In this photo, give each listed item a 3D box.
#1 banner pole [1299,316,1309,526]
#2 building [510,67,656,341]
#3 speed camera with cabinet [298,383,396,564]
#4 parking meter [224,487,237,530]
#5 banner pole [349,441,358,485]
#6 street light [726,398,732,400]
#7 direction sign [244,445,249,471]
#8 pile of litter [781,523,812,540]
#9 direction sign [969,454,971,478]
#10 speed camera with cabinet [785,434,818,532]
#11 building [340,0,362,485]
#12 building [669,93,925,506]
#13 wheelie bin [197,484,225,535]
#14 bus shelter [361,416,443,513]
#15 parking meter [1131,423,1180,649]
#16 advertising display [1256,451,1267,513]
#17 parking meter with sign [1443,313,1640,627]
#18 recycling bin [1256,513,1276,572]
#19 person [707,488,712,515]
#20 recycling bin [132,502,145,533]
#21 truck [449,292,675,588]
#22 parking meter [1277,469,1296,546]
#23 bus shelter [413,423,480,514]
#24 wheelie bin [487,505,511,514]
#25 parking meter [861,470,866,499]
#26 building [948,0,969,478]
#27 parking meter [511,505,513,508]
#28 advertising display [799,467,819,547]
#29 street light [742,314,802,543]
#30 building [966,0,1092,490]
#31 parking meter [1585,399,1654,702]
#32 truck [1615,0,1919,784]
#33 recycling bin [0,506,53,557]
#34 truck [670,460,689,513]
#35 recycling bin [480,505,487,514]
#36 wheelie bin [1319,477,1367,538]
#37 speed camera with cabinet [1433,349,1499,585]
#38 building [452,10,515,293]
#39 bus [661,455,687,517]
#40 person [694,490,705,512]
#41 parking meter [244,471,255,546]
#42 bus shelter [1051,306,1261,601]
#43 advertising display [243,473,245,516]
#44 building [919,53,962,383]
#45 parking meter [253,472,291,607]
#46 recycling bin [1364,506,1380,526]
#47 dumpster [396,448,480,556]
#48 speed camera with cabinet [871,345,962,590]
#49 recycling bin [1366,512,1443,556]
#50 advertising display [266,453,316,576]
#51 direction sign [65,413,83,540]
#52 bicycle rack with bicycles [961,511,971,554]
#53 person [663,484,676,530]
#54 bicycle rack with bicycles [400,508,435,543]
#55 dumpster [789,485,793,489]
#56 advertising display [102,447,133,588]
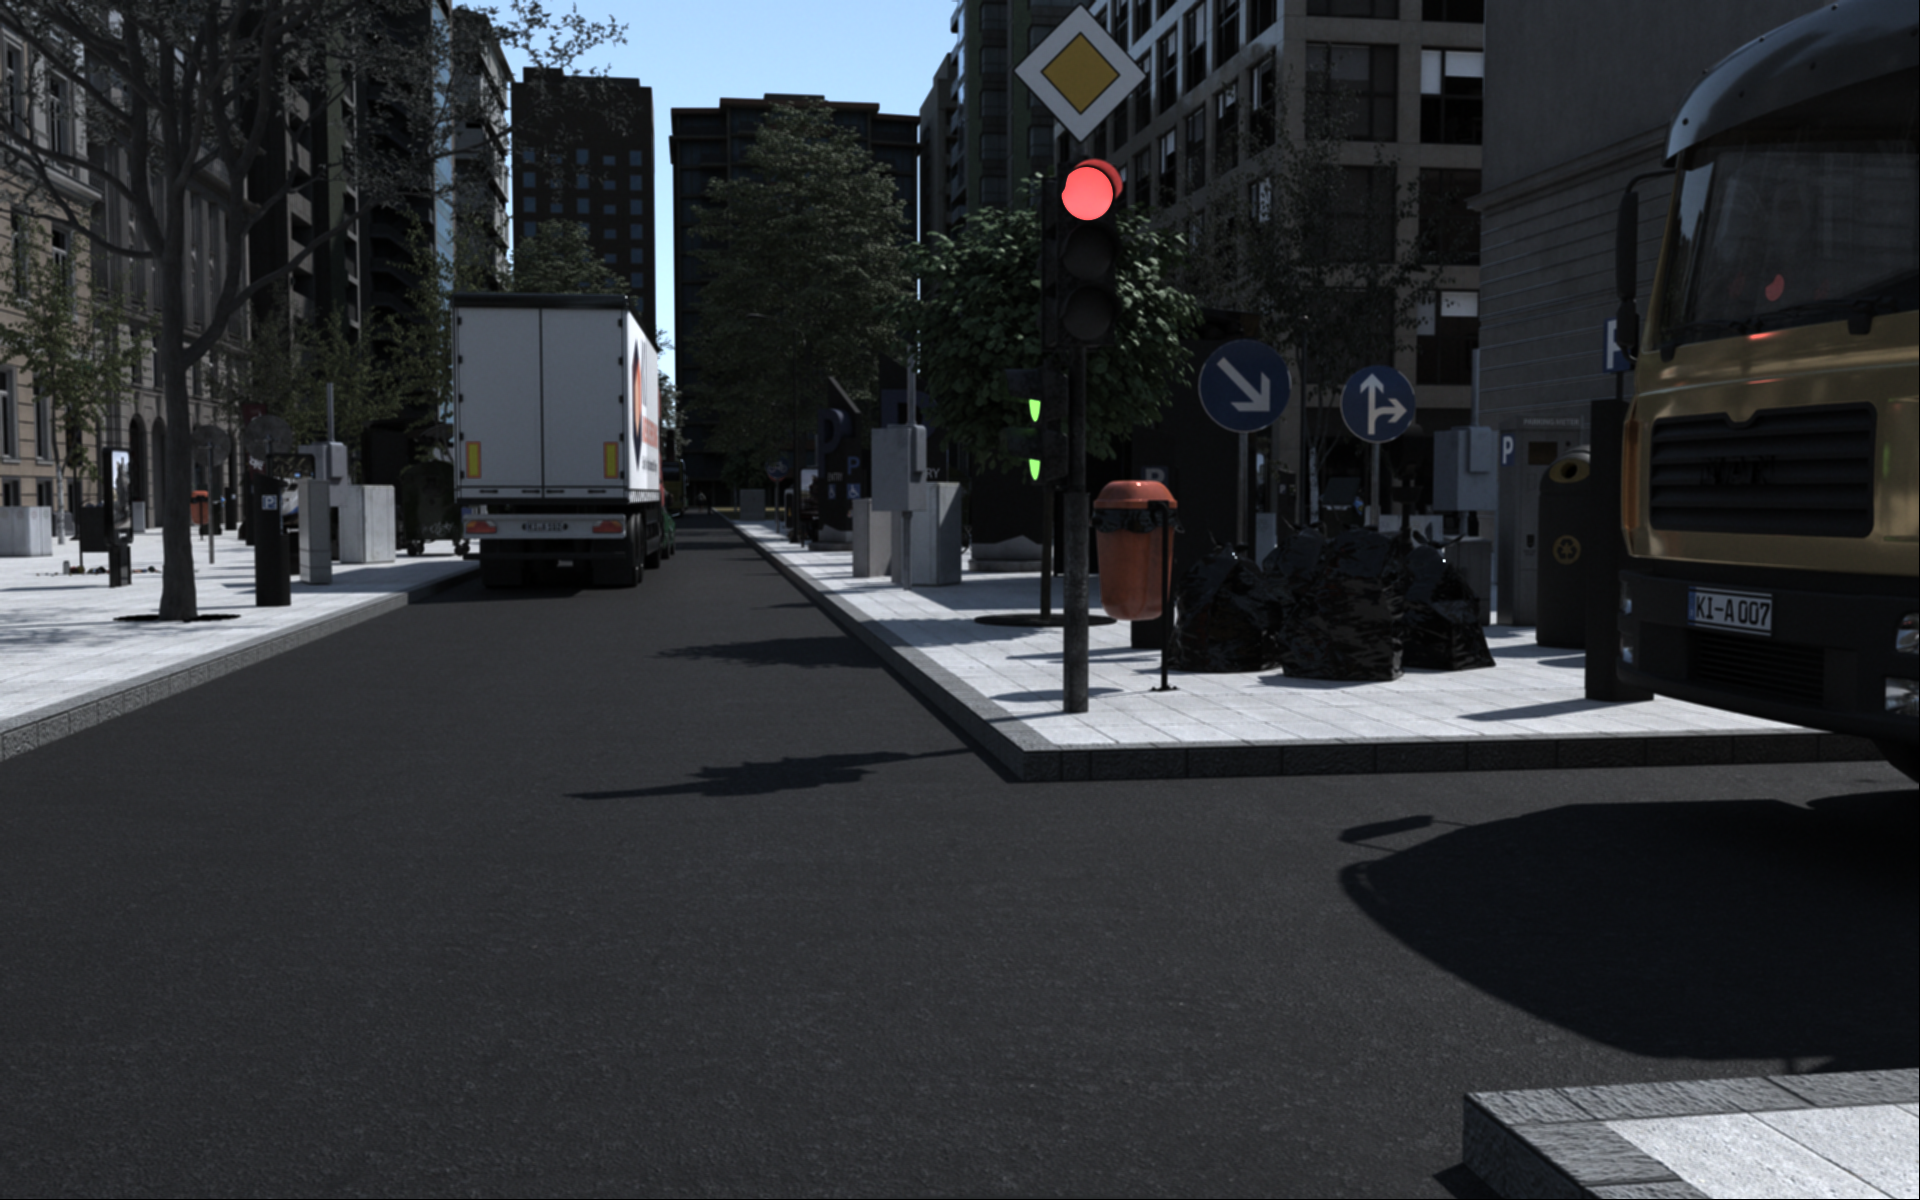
[{"bbox_3d":[4.885,-2.120,24.682,0.401,3.779,0.863,1,4,11],"label":"banner pole"},{"bbox_3d":[-39.947,-32.779,186.055,14.200,45.320,14.600,-1,4,-9],"label":"building"},{"bbox_3d":[-11.163,-2.277,31.567,0.660,3.252,2.038,1,4,18],"label":"speed camera with cabinet"},{"bbox_3d":[-25.863,-3.241,61.403,0.372,1.533,0.369,0,3,0],"label":"parking meter"},{"bbox_3d":[-28.470,-5.578,81.224,0.863,3.779,0.401,3,4,39],"label":"banner pole"},{"bbox_3d":[-10.870,-6.804,83.789,1.470,5.913,1.316,-1,4,-9],"label":"street light"},{"bbox_3d":[-26.544,-4.479,65.228,0.379,3.537,0.876,2,4,32],"label":"direction sign"},{"bbox_3d":[-4.331,-2.122,48.654,1.719,0.858,1.176,-3,4,-36],"label":"pile of litter"},{"bbox_3d":[0.781,-5.512,82.114,0.876,3.537,0.379,-3,4,-37],"label":"direction sign"},{"bbox_3d":[-5.225,-3.883,57.824,0.660,3.252,2.038,-2,4,-28],"label":"speed camera with cabinet"},{"bbox_3d":[-45.157,-40.624,102.461,20.563,71.187,20.611,-1,4,-9],"label":"building"},{"bbox_3d":[-19.126,-32.904,192.601,28.867,44.769,22.147,-1,4,-9],"label":"building"},{"bbox_3d":[-23.477,-2.824,54.084,0.980,1.594,0.693,-2,4,-29],"label":"wheelie bin"},{"bbox_3d":[-17.477,-3.883,54.763,1.731,3.624,6.357,-1,4,-9],"label":"bus shelter"},{"bbox_3d":[1.625,-0.530,14.382,0.399,1.863,0.255,0,4,6],"label":"parking meter"},{"bbox_3d":[4.147,-1.256,25.745,0.974,1.923,0.123,-2,4,-32],"label":"advertising display"},{"bbox_3d":[5.639,-1.262,16.902,1.738,3.016,0.543,0,4,-7],"label":"parking meter with sign"},{"bbox_3d":[3.803,-0.659,23.322,0.722,1.027,0.722,0,4,-6],"label":"recycling bin"},{"bbox_3d":[-17.326,-6.818,120.002,0.705,1.821,1.348,-1,4,-10],"label":"person"},{"bbox_3d":[-27.487,-2.749,57.506,0.722,1.027,0.722,-2,4,-29],"label":"recycling bin"},{"bbox_3d":[-6.528,-2.501,29.805,2.839,4.237,11.283,0,4,-7],"label":"truck"},{"bbox_3d":[7.560,-2.102,40.078,0.255,1.863,0.399,-2,4,-35],"label":"parking meter"},{"bbox_3d":[-15.018,-3.571,52.304,2.014,3.302,5.546,-1,4,-9],"label":"bus shelter"},{"bbox_3d":[-15.397,-3.047,57.719,0.980,1.594,0.693,1,4,11],"label":"wheelie bin"},{"bbox_3d":[-2.413,-2.201,41.702,0.255,1.863,0.399,-1,4,-12],"label":"parking meter"},{"bbox_3d":[7.599,-50.121,132.153,22.319,86.520,31.000,-1,4,-9],"label":"building"},{"bbox_3d":[-17.810,-3.674,68.485,0.372,1.533,0.369,0,3,0],"label":"parking meter"},{"bbox_3d":[-3.379,-2.229,41.663,0.974,1.923,0.123,1,4,10],"label":"advertising display"},{"bbox_3d":[-4.822,-4.426,44.913,1.470,5.913,1.316,-1,4,-9],"label":"street light"},{"bbox_3d":[7.214,-26.103,110.382,14.154,41.232,14.086,-1,4,-9],"label":"building"},{"bbox_3d":[4.137,-0.310,10.783,0.399,1.863,0.255,-1,4,-21],"label":"parking meter"},{"bbox_3d":[7.115,-0.704,7.435,9.791,3.379,3.469,0,4,-7],"label":"truck"},{"bbox_3d":[-19.172,-1.405,35.525,0.722,1.027,0.722,1,4,10],"label":"recycling bin"},{"bbox_3d":[-21.819,-8.526,129.163,2.967,4.110,18.799,-1,4,-8],"label":"truck"},{"bbox_3d":[-17.828,-3.166,64.312,0.722,1.027,0.722,0,4,3],"label":"recycling bin"},{"bbox_3d":[7.268,-1.526,32.866,0.980,1.594,0.693,3,4,39],"label":"wheelie bin"},{"bbox_3d":[7.593,-1.822,24.134,2.038,3.252,0.660,-1,4,-23],"label":"speed camera with cabinet"},{"bbox_3d":[-61.576,-36.703,189.327,27.495,52.752,28.713,-1,4,-9],"label":"building"},{"bbox_3d":[-18.681,-7.187,109.046,2.896,3.916,12.252,-1,4,-8],"label":"bus"},{"bbox_3d":[-21.104,-8.030,140.572,1.217,1.735,0.721,2,4,34],"label":"person"},{"bbox_3d":[-17.602,-2.293,43.203,0.399,1.863,0.255,-3,5,-41],"label":"parking meter"},{"bbox_3d":[2.393,-1.995,23.903,1.731,3.624,6.357,-1,4,-9],"label":"bus shelter"},{"bbox_3d":[-20.714,-2.818,51.287,0.974,1.923,0.123,0,4,2],"label":"advertising display"},{"bbox_3d":[6.416,-34.989,195.775,21.600,48.544,21.300,-1,4,-9],"label":"building"},{"bbox_3d":[-7.889,-0.700,19.858,0.372,1.533,0.369,0,3,0],"label":"parking meter"},{"bbox_3d":[8.735,-1.551,37.920,0.722,1.027,0.722,0,4,-6],"label":"recycling bin"},{"bbox_3d":[-10.959,-2.075,36.426,1.502,2.255,1.985,-1,4,-9],"label":"dumpster"},{"bbox_3d":[-0.585,-1.805,23.854,0.660,3.252,2.038,1,4,20],"label":"speed camera with cabinet"},{"bbox_3d":[5.342,-0.501,20.745,0.722,1.027,0.722,2,4,28],"label":"recycling bin"},{"bbox_3d":[-10.534,-1.352,27.318,0.123,1.923,0.974,1,4,20],"label":"advertising display"},{"bbox_3d":[-24.592,-3.433,48.126,0.876,3.537,0.379,3,4,38],"label":"direction sign"},{"bbox_3d":[0.910,-1.477,37.531,2.852,0.926,2.925,-2,4,-31],"label":"bicycle rack with bicycles"},{"bbox_3d":[-11.558,-3.627,67.762,0.822,1.834,0.622,1,4,9],"label":"person"},{"bbox_3d":[-15.125,-1.987,45.869,2.925,0.926,2.852,1,4,9],"label":"bicycle rack with bicycles"},{"bbox_3d":[-7.541,-4.692,82.474,1.264,1.857,1.865,-1,4,-9],"label":"dumpster"},{"bbox_3d":[-11.693,-1.153,24.068,0.123,1.923,0.974,-1,4,-11],"label":"advertising display"}]
